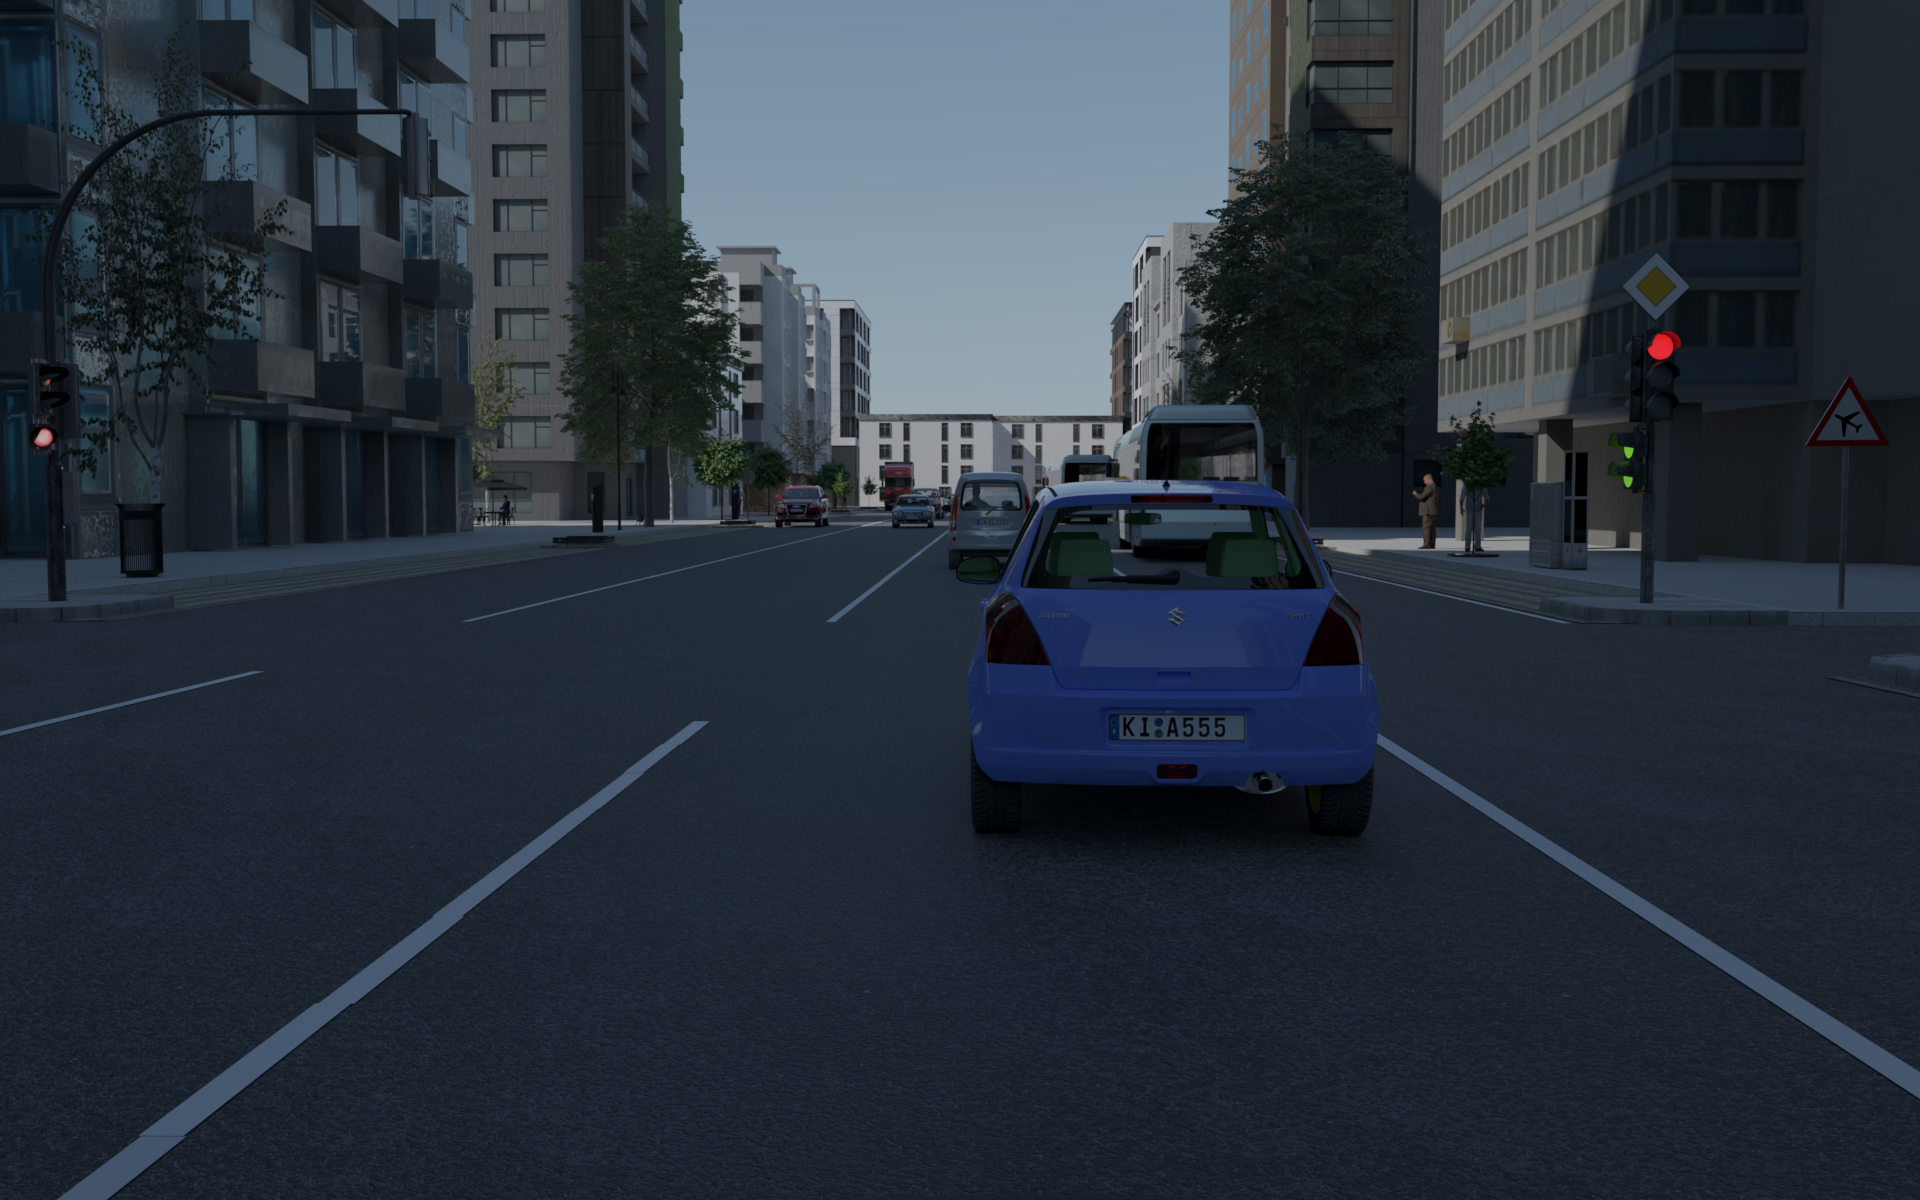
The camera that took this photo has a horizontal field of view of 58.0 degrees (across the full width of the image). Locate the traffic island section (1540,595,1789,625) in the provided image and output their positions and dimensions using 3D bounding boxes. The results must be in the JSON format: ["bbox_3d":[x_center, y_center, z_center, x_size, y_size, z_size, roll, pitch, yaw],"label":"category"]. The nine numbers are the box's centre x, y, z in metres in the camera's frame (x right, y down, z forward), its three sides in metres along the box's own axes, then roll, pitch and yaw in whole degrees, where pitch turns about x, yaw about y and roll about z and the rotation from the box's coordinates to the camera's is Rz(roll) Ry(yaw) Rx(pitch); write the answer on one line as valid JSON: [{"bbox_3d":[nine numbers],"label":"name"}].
[{"bbox_3d":[8.105,0.115,20.393,2.009,0.180,2.903,0,4,1],"label":"traffic island section"}]

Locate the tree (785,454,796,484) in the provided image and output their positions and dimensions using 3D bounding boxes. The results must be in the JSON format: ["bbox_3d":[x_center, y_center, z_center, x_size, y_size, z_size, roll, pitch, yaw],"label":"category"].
[{"bbox_3d":[-11.622,-7.380,104.370,4.285,4.588,4.351,0,3,0],"label":"tree"}]

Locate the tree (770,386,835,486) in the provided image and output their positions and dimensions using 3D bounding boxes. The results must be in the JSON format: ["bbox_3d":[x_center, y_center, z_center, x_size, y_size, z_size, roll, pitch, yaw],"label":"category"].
[{"bbox_3d":[-10.819,-10.268,118.242,4.360,8.622,3.978,0,3,0],"label":"tree"}]

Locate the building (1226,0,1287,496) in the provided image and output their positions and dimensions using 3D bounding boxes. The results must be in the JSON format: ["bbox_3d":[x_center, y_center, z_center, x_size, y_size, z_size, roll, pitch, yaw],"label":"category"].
[{"bbox_3d":[21.300,-26.683,86.384,14.600,45.320,14.200,0,4,1],"label":"building"}]

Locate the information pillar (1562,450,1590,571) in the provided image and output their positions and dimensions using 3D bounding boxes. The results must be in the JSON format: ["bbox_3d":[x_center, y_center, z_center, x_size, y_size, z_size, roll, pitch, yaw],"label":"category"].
[{"bbox_3d":[10.366,-1.508,29.145,0.304,2.012,0.304,-1,4,-10],"label":"information pillar"}]

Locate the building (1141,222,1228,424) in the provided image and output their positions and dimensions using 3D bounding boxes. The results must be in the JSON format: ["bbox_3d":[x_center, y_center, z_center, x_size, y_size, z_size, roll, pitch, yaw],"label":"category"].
[{"bbox_3d":[22.389,-15.584,121.262,16.747,18.905,31.486,0,4,1],"label":"building"}]

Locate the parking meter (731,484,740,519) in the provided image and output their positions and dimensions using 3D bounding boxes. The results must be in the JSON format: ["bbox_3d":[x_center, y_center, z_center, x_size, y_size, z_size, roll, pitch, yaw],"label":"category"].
[{"bbox_3d":[-11.389,-5.027,87.905,0.399,1.863,0.255,0,4,1],"label":"parking meter"}]

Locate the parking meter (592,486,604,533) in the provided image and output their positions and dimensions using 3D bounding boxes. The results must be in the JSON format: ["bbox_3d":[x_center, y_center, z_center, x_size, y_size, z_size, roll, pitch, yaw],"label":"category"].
[{"bbox_3d":[-12.075,-3.015,57.708,0.372,1.533,0.369,0,3,0],"label":"parking meter"}]

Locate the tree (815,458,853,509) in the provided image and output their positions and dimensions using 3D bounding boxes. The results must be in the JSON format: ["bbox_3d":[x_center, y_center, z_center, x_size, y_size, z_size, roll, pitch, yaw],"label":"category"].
[{"bbox_3d":[-11.208,-10.350,152.943,4.285,4.588,4.351,0,3,0],"label":"tree"}]

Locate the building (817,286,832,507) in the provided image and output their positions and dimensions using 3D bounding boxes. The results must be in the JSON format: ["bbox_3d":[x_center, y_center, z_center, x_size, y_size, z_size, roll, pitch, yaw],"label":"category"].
[{"bbox_3d":[-18.107,-18.711,162.346,11.380,20.091,16.016,0,4,1],"label":"building"}]

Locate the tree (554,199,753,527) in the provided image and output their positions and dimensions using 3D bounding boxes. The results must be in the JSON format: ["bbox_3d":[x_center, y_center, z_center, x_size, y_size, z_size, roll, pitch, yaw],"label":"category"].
[{"bbox_3d":[-11.725,-9.125,67.322,7.486,12.596,7.792,0,3,0],"label":"tree"}]

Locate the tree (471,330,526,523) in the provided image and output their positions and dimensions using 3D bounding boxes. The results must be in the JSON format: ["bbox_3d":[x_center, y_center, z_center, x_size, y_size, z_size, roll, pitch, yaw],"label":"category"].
[{"bbox_3d":[-21.258,-7.735,76.838,4.737,8.622,4.395,0,3,0],"label":"tree"}]

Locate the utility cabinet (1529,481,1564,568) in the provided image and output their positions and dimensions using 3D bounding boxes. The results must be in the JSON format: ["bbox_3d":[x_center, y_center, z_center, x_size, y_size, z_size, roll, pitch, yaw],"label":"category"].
[{"bbox_3d":[10.227,-1.312,30.122,0.318,1.500,1.173,0,4,1],"label":"utility cabinet"}]

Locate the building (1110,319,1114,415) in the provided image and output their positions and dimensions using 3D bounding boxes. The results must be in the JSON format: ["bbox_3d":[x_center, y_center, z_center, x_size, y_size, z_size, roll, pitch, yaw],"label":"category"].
[{"bbox_3d":[34.015,-21.438,194.490,32.646,21.610,27.936,0,4,1],"label":"building"}]

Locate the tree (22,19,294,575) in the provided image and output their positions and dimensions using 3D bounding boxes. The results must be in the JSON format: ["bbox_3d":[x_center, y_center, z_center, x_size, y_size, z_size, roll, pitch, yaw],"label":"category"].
[{"bbox_3d":[-12.813,-4.719,27.514,4.360,8.622,3.978,0,3,0],"label":"tree"}]

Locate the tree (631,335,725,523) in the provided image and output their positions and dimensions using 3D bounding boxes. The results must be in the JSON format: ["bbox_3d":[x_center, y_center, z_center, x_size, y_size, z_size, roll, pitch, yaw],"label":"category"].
[{"bbox_3d":[-12.639,-7.756,77.165,4.360,8.622,3.978,0,3,0],"label":"tree"}]

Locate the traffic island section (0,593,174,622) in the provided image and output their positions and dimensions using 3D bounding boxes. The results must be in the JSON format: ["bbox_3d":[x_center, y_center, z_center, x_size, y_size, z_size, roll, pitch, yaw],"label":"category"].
[{"bbox_3d":[-10.852,0.091,20.790,2.009,0.180,2.903,0,4,1],"label":"traffic island section"}]

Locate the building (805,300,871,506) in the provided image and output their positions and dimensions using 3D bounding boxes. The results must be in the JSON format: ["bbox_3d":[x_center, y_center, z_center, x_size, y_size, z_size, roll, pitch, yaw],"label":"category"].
[{"bbox_3d":[-27.079,-21.557,196.424,32.646,21.610,27.936,0,4,1],"label":"building"}]

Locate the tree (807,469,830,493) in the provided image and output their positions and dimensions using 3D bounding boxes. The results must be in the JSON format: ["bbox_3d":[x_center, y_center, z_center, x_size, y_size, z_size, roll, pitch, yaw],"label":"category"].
[{"bbox_3d":[-10.575,-8.332,130.830,1.663,3.219,1.824,0,3,0],"label":"tree"}]

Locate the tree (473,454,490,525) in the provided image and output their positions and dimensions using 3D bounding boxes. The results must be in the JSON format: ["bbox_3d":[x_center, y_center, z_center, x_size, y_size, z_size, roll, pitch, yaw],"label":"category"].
[{"bbox_3d":[-20.386,-4.743,72.142,1.663,3.219,1.824,0,3,0],"label":"tree"}]

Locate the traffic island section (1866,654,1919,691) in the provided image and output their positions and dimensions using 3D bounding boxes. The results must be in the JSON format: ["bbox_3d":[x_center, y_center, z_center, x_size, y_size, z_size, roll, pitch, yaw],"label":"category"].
[{"bbox_3d":[7.939,0.604,12.409,2.009,0.180,2.903,0,4,1],"label":"traffic island section"}]

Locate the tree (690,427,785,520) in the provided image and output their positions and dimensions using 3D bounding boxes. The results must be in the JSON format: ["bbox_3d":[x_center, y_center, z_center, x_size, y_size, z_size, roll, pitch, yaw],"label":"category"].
[{"bbox_3d":[-11.778,-6.211,85.258,4.285,4.588,4.351,0,3,0],"label":"tree"}]

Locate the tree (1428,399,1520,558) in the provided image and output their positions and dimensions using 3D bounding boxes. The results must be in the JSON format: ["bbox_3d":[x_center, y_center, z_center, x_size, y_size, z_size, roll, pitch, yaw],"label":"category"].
[{"bbox_3d":[10.623,-2.490,35.319,1.663,3.219,1.824,0,3,0],"label":"tree"}]

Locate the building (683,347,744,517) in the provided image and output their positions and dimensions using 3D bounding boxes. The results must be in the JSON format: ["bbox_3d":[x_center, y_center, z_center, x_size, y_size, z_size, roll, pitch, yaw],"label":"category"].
[{"bbox_3d":[-18.284,-10.299,110.530,9.099,9.664,28.070,0,4,1],"label":"building"}]

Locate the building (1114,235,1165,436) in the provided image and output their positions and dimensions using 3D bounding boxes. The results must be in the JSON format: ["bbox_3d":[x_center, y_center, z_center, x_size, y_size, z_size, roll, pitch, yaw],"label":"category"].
[{"bbox_3d":[28.981,-18.904,153.054,27.936,21.610,32.646,0,4,1],"label":"building"}]

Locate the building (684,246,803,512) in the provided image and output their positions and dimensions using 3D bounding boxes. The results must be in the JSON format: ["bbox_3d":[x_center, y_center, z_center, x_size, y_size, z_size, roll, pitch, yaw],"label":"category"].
[{"bbox_3d":[-20.665,-16.743,130.165,16.016,20.091,11.380,0,4,1],"label":"building"}]

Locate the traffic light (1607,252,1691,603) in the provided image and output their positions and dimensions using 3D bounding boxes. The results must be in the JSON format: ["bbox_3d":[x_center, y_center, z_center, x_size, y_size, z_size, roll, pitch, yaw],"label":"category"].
[{"bbox_3d":[8.065,-1.918,20.280,0.839,4.253,0.868,0,4,1],"label":"traffic light"}]

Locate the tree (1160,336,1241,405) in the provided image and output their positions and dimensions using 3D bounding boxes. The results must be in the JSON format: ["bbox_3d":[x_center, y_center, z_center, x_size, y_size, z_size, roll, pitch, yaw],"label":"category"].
[{"bbox_3d":[11.143,-7.846,78.641,4.360,8.622,3.978,0,3,0],"label":"tree"}]

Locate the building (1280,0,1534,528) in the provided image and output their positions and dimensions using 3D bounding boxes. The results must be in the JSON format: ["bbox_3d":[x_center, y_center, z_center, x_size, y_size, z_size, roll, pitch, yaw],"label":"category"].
[{"bbox_3d":[20.429,-18.382,72.255,14.160,30.474,14.107,0,4,1],"label":"building"}]

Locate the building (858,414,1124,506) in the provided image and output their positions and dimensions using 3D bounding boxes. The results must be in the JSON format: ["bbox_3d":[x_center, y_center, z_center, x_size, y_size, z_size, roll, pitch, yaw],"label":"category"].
[{"bbox_3d":[3.449,-14.904,185.835,28.070,9.664,9.099,0,4,1],"label":"building"}]

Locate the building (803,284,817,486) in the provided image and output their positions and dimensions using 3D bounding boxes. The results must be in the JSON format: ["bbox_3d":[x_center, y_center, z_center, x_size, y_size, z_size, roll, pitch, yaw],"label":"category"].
[{"bbox_3d":[-20.603,-17.496,142.477,16.016,20.091,11.380,0,4,1],"label":"building"}]

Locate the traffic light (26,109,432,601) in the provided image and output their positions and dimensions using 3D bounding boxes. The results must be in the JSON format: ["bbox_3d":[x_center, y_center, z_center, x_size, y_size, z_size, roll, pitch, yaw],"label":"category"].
[{"bbox_3d":[-8.719,-2.812,20.647,4.771,5.953,1.251,0,4,1],"label":"traffic light"}]

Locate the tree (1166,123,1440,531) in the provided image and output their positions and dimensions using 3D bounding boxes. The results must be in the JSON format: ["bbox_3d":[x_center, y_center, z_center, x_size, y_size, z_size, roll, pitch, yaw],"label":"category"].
[{"bbox_3d":[12.139,-9.426,60.776,9.857,13.997,8.962,0,3,0],"label":"tree"}]
